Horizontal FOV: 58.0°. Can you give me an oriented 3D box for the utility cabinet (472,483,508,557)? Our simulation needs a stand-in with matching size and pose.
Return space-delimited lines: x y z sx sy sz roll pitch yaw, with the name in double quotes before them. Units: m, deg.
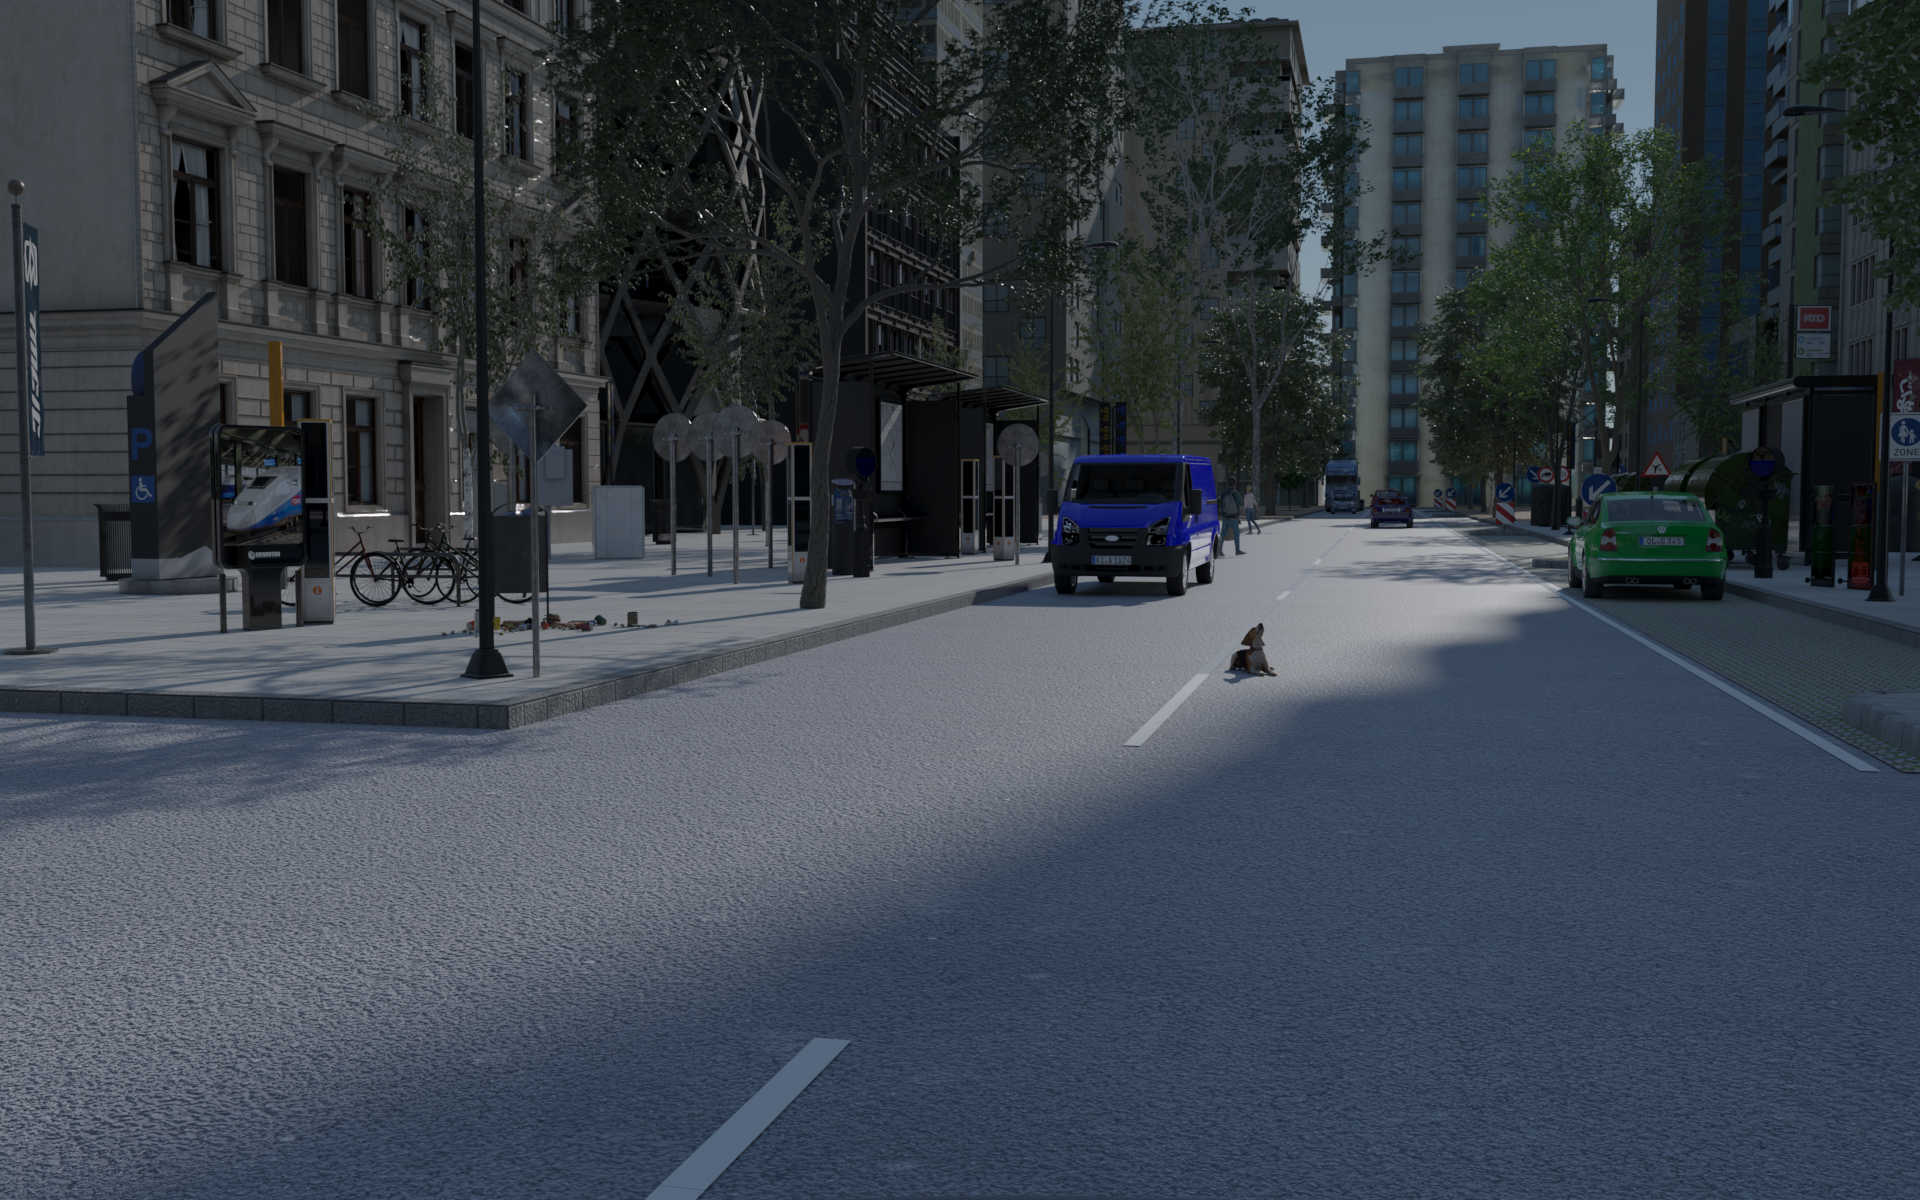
"utility cabinet" -9.439 -1.593 34.723 0.318 1.500 1.173 -3 5 -39

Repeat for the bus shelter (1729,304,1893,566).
"bus shelter" 16.808 -3.483 34.579 2.179 5.291 8.768 1 4 14

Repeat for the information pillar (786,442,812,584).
"information pillar" -2.295 -1.242 24.794 0.304 2.012 0.304 -1 4 -19

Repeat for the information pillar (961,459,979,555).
"information pillar" 0.212 -1.964 36.605 0.304 2.012 0.304 1 4 18

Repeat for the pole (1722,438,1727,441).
"pole" 27.697 -4.219 62.818 0.158 3.312 0.155 0 3 0

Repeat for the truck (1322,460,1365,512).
"truck" 31.824 -9.364 142.852 2.967 4.110 18.799 1 4 15

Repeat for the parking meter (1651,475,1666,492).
"parking meter" 20.973 -2.834 52.053 0.255 1.863 0.399 -1 4 -23

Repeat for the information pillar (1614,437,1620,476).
"information pillar" 27.085 -4.907 71.582 0.183 3.616 0.504 0 4 -6

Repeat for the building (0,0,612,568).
"building" -16.417 -10.681 39.264 10.561 19.102 19.286 1 4 14

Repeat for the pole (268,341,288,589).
"pole" -9.160 -1.799 23.264 0.158 3.312 0.155 0 3 0

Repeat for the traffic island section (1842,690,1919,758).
"traffic island section" 6.327 0.761 9.840 2.009 0.180 2.903 1 4 14

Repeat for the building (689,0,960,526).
"building" -7.854 -15.195 78.111 12.332 23.373 15.834 1 4 14

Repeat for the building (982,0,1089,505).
"building" -1.864 -33.540 137.610 27.495 52.752 28.713 1 4 14

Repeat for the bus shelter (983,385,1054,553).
"bus shelter" 0.787 -3.020 40.664 1.731 3.624 6.357 1 4 14

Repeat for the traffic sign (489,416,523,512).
"traffic sign" -5.821 -1.373 22.547 0.768 2.556 0.104 1 4 19

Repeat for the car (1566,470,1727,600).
"car" 9.760 -0.979 24.797 1.959 1.807 4.718 1 4 15

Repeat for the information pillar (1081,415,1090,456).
"information pillar" 3.709 -3.671 51.374 0.183 3.616 0.504 -1 4 -21

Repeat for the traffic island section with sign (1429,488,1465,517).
"traffic island section with sign" 30.833 -6.157 109.287 1.989 1.847 2.006 1 4 14

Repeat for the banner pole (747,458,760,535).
"banner pole" -6.430 -3.916 54.041 0.401 3.779 0.863 0 4 2

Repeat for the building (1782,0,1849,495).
"building" 48.822 -24.600 85.810 14.154 41.232 14.086 1 4 14

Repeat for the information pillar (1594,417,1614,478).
"information pillar" 19.655 -3.777 53.104 0.504 3.616 0.183 -1 4 -10

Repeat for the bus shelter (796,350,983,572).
"bus shelter" -1.200 -2.465 31.584 1.731 3.624 6.357 1 4 14

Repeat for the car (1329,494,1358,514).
"car" 27.699 -6.912 125.008 2.014 1.417 4.499 1 4 14

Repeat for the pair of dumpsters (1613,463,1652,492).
"pair of dumpsters" 21.725 -3.244 55.526 1.574 2.255 4.437 1 4 14

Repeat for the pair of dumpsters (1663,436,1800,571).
"pair of dumpsters" 13.789 -1.750 31.104 1.574 2.255 4.437 1 4 14

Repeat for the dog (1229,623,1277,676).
"dog" 2.421 0.379 13.993 0.550 0.427 0.748 2 4 33

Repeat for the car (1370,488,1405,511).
"car" 28.658 -6.577 116.212 2.281 1.827 5.304 1 4 14

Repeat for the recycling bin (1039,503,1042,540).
"recycling bin" 1.876 -2.213 48.738 0.722 1.027 0.722 1 4 19

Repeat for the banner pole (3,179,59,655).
"banner pole" -7.561 -1.473 14.098 0.401 3.779 0.863 -1 4 -14

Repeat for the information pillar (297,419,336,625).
"information pillar" -6.339 -0.770 17.076 0.304 2.012 0.304 -1 4 -16

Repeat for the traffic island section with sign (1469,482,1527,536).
"traffic island section with sign" 18.677 -3.136 59.900 1.989 1.847 2.006 1 4 14

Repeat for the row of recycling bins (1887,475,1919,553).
"row of recycling bins" 22.192 -1.911 38.352 3.534 1.692 1.069 0 3 0

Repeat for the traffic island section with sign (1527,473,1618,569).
"traffic island section with sign" 12.233 -1.535 33.723 1.989 1.847 2.006 1 4 14

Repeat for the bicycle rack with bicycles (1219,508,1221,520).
"bicycle rack with bicycles" 11.820 -4.253 82.912 2.852 0.926 2.925 -1 4 -11

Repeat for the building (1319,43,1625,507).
"building" 54.713 -34.732 187.477 30.456 49.044 23.786 1 4 14

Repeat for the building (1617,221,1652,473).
"building" 75.294 -24.794 177.076 14.107 30.474 14.160 1 4 14

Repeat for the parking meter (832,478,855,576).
"parking meter" -1.840 -1.161 27.388 0.372 1.533 0.369 0 3 0

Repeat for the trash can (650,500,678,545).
"trash can" -7.543 -1.989 44.170 0.748 1.137 0.748 0 3 0

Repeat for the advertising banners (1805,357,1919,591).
"advertising banners" 12.057 -1.648 23.135 0.090 3.025 2.074 -1 4 -11

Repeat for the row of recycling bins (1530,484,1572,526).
"row of recycling bins" 24.392 -3.924 71.277 1.069 1.692 3.534 2 4 35

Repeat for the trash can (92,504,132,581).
"trash can" -12.444 -0.860 25.710 0.748 1.137 0.748 0 3 0

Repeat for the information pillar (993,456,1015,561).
"information pillar" 0.846 -1.763 33.309 0.304 2.012 0.304 -3 5 -40

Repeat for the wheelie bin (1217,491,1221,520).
"wheelie bin" 11.352 -4.299 78.198 0.693 1.594 0.980 -2 4 -27

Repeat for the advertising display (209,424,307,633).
"advertising display" -6.599 -0.680 16.333 0.123 1.923 0.974 2 4 29

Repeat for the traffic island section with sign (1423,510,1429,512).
"traffic island section with sign" 37.337 -7.774 135.735 1.989 1.847 2.006 1 4 14

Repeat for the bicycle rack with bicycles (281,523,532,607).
"bicycle rack with bicycles" -6.279 -0.438 20.546 2.925 0.926 2.852 1 4 11

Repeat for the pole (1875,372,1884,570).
"pole" 15.440 -2.154 29.062 0.158 3.312 0.155 0 3 0

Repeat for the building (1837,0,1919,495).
"building" 43.366 -15.251 67.376 12.078 24.808 19.932 1 4 14

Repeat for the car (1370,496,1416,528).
"car" 18.473 -3.755 73.968 1.945 1.354 3.894 1 4 15

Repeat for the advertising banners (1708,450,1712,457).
"advertising banners" 29.935 -4.495 69.680 0.090 3.025 2.074 1 4 9

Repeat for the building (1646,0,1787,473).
"building" 60.175 -29.328 129.632 14.600 45.320 14.200 1 4 14

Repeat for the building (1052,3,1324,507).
"building" 26.942 -37.103 195.869 27.495 52.752 28.713 1 4 14

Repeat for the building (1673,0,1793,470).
"building" 58.781 -48.481 105.334 22.319 86.520 31.000 1 4 14

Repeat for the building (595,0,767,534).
"building" -15.309 -11.627 57.554 16.820 18.784 16.811 1 4 14

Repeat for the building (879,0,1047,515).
"building" -11.914 -25.177 103.531 32.217 40.220 23.993 1 4 14
